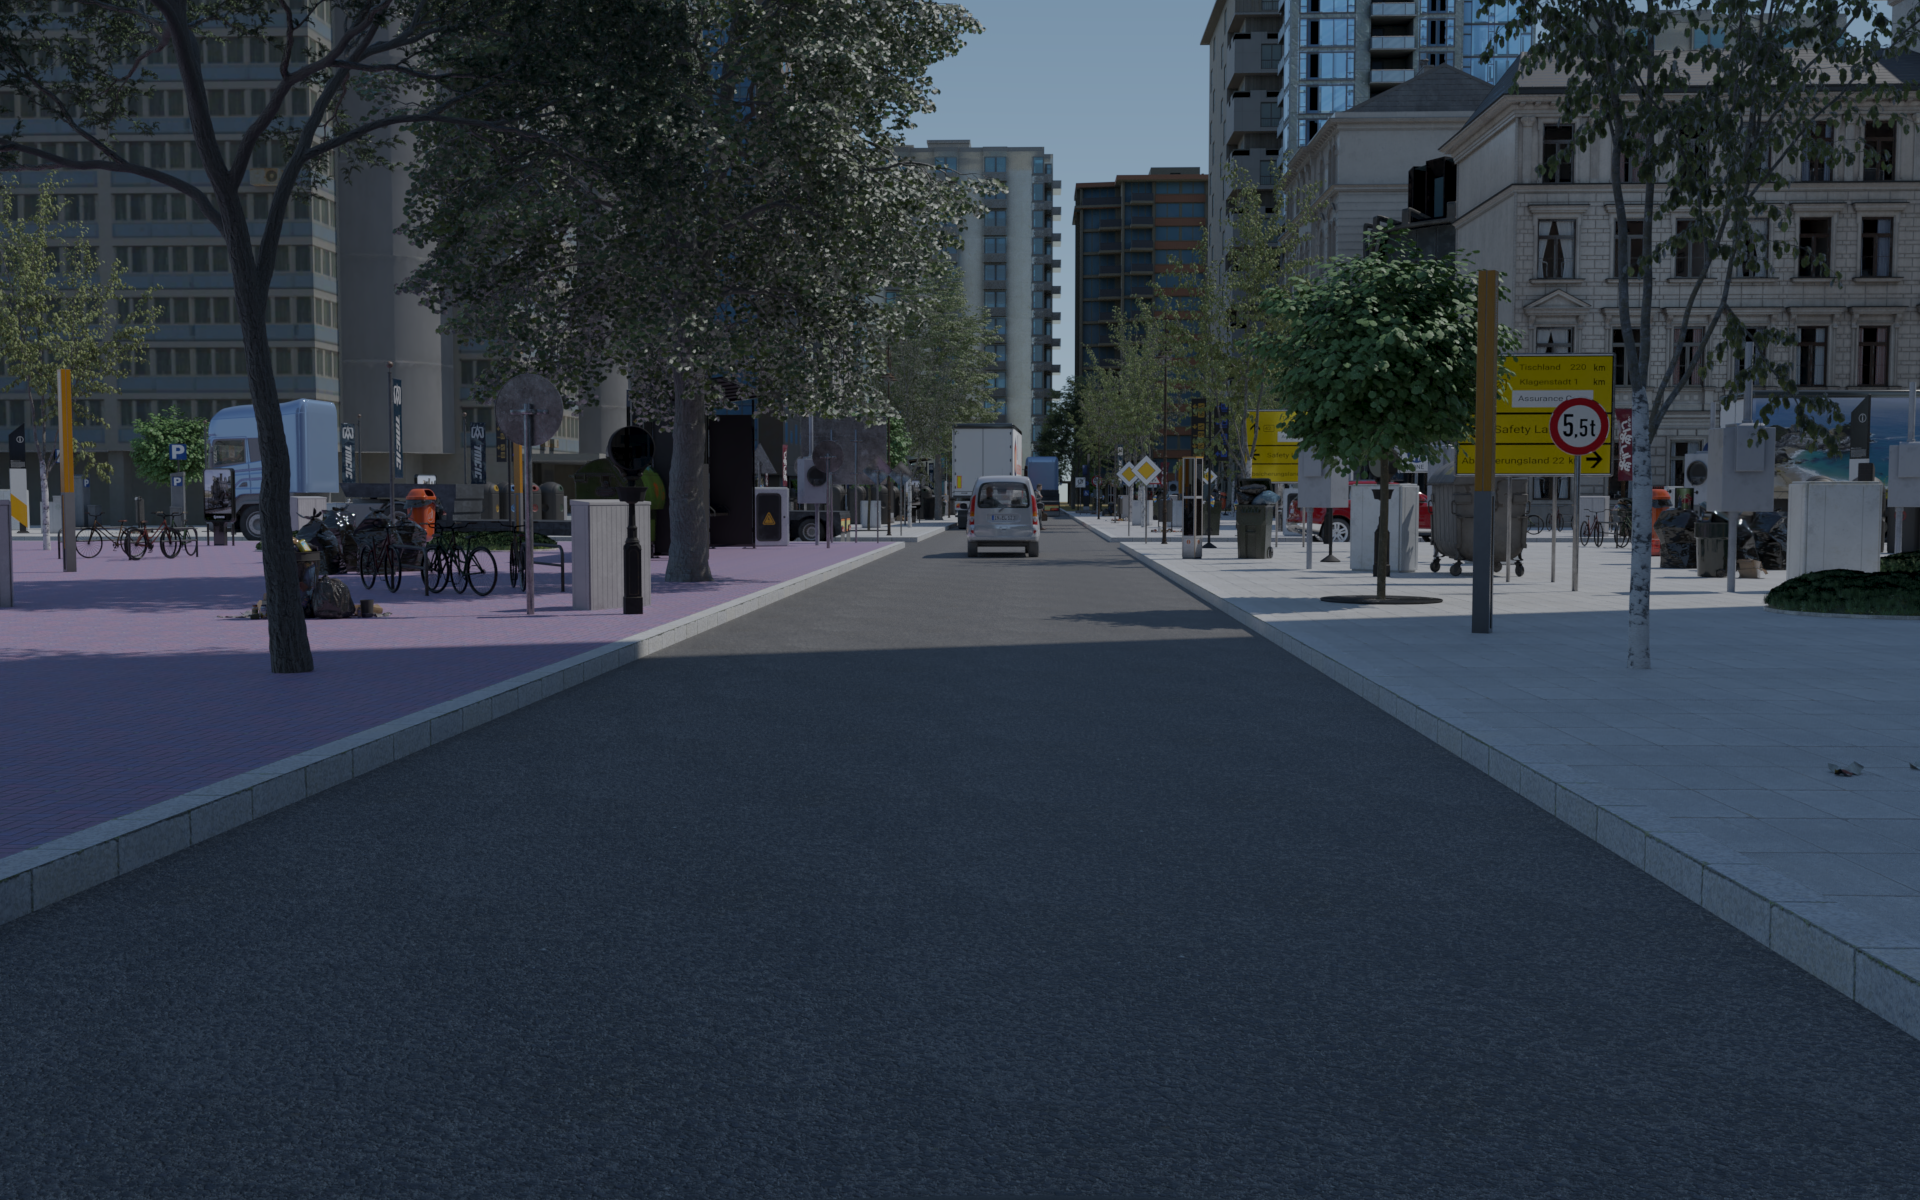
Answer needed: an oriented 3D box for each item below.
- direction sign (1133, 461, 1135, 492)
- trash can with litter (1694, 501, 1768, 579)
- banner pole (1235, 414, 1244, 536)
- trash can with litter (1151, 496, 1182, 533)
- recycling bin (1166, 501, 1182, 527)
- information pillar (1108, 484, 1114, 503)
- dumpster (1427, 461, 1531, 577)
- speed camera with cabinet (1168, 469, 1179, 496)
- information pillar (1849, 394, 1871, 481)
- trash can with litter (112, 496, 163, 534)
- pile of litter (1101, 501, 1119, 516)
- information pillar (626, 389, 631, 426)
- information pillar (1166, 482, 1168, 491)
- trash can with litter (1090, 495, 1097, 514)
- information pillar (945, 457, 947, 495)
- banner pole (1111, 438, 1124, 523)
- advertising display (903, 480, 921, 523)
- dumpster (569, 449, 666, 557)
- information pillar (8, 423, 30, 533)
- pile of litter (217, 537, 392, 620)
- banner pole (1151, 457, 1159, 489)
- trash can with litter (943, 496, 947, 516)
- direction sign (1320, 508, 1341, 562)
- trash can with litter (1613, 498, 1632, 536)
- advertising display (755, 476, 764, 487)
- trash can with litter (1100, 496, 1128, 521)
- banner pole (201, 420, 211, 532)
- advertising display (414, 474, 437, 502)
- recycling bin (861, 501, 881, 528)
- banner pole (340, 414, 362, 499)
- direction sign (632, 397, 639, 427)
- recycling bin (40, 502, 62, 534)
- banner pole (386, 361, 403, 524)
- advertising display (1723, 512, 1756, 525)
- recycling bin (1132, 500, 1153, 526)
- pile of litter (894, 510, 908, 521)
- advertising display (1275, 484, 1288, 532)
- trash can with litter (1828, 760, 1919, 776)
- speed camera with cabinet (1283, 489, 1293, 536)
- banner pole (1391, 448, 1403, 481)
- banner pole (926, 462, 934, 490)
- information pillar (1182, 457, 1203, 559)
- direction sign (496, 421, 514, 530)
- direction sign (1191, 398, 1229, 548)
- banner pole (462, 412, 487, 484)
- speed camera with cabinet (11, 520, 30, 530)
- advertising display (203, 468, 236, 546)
[{"bbox_3d":[10.749,-7.015,106.684,0.379,3.537,0.876,1,4,17],"label":"direction sign"},{"bbox_3d":[11.848,-0.931,26.610,1.055,1.170,0.624,2,4,32],"label":"trash can with litter"},{"bbox_3d":[8.529,-3.814,52.369,0.401,3.779,0.863,1,4,9],"label":"banner pole"},{"bbox_3d":[7.292,-2.881,58.166,2.233,1.210,1.678,-1,4,-21],"label":"trash can with litter"},{"bbox_3d":[8.296,-3.327,66.955,0.722,1.027,0.722,0,4,-7],"label":"recycling bin"},{"bbox_3d":[10.929,-7.390,125.314,0.304,2.012,0.304,-2,4,-35],"label":"information pillar"},{"bbox_3d":[8.263,-1.336,27.597,1.264,1.857,1.865,0,4,2],"label":"dumpster"},{"bbox_3d":[14.392,-7.770,121.370,2.038,3.252,0.660,2,4,28],"label":"speed camera with cabinet"},{"bbox_3d":[21.216,-3.027,40.850,0.183,3.616,0.504,-1,4,-22],"label":"information pillar"},{"bbox_3d":[-26.922,-2.778,56.483,1.678,1.210,2.233,-1,4,-16],"label":"trash can with litter"},{"bbox_3d":[8.938,-5.285,100.367,1.719,0.858,1.176,-1,4,-13],"label":"pile of litter"},{"bbox_3d":[-7.364,-2.886,38.547,0.183,3.616,0.504,-1,4,-10],"label":"information pillar"},{"bbox_3d":[12.423,-6.141,104.900,0.304,2.012,0.304,0,4,-7],"label":"information pillar"},{"bbox_3d":[8.802,-6.010,109.316,1.678,1.210,2.233,1,4,11],"label":"trash can with litter"},{"bbox_3d":[-0.900,-7.236,109.662,0.183,3.616,0.504,0,4,3],"label":"information pillar"},{"bbox_3d":[6.983,-5.286,76.437,0.401,3.779,0.863,3,4,38],"label":"banner pole"},{"bbox_3d":[-2.126,-4.380,76.830,0.974,1.923,0.123,-3,5,-41],"label":"advertising display"},{"bbox_3d":[-6.637,-1.902,33.591,1.502,2.255,1.985,0,4,2],"label":"dumpster"},{"bbox_3d":[-30.839,-3.998,56.729,0.504,3.616,0.183,-3,5,-41],"label":"information pillar"},{"bbox_3d":[-6.876,-0.257,18.165,1.719,0.858,1.176,1,4,16],"label":"pile of litter"},{"bbox_3d":[12.692,-7.487,112.435,0.863,3.779,0.401,-2,4,-32],"label":"banner pole"},{"bbox_3d":[-1.302,-5.301,98.066,1.055,1.170,0.624,-1,4,-10],"label":"trash can with litter"},{"bbox_3d":[6.987,-2.481,32.564,0.876,3.537,0.379,-3,5,-45],"label":"direction sign"},{"bbox_3d":[20.455,-2.525,52.670,1.055,1.170,0.624,-1,4,-22],"label":"trash can with litter"},{"bbox_3d":[-7.385,-3.580,63.741,0.123,1.923,0.974,1,4,9],"label":"advertising display"},{"bbox_3d":[7.752,-4.357,82.294,1.678,1.210,2.233,1,4,12],"label":"trash can with litter"},{"bbox_3d":[-25.488,-4.218,58.988,0.401,3.779,0.863,1,4,22],"label":"banner pole"},{"bbox_3d":[-17.270,-3.107,56.018,0.123,1.923,0.974,1,4,22],"label":"advertising display"},{"bbox_3d":[-3.398,-3.264,65.923,0.722,1.027,0.722,0,4,-8],"label":"recycling bin"},{"bbox_3d":[-18.968,-3.924,54.169,0.401,3.779,0.863,3,5,39],"label":"banner pole"},{"bbox_3d":[-6.772,-2.822,38.136,0.876,3.537,0.379,0,4,2],"label":"direction sign"},{"bbox_3d":[-29.499,-2.683,56.419,0.722,1.027,0.722,-1,4,-20],"label":"recycling bin"},{"bbox_3d":[-10.745,-2.628,32.982,0.401,3.779,0.863,0,4,2],"label":"banner pole"},{"bbox_3d":[17.234,-2.046,38.660,0.974,1.923,0.123,2,4,35],"label":"advertising display"},{"bbox_3d":[7.424,-3.544,70.492,0.722,1.027,0.722,1,4,18],"label":"recycling bin"},{"bbox_3d":[-2.694,-4.159,81.964,1.176,0.858,1.719,1,4,18],"label":"pile of litter"},{"bbox_3d":[10.961,-3.297,59.115,0.123,1.923,0.974,-1,4,-8],"label":"advertising display"},{"bbox_3d":[4.973,0.226,7.355,2.233,1.210,1.678,3,5,43],"label":"trash can with litter"},{"bbox_3d":[10.947,-3.585,52.947,2.038,3.252,0.660,1,4,20],"label":"speed camera with cabinet"},{"bbox_3d":[9.734,-2.993,38.959,0.401,3.779,0.863,-1,4,-21],"label":"banner pole"},{"bbox_3d":[-2.154,-8.095,122.367,0.863,3.779,0.401,3,5,39],"label":"banner pole"},{"bbox_3d":[4.598,-1.821,34.257,0.304,2.012,0.304,3,4,37],"label":"information pillar"},{"bbox_3d":[-10.959,-3.066,42.126,0.876,3.537,0.379,2,4,34],"label":"direction sign"},{"bbox_3d":[5.907,-2.997,40.992,0.876,3.537,0.379,0,4,7],"label":"direction sign"},{"bbox_3d":[-14.953,-3.864,53.193,0.863,3.779,0.401,0,4,-5],"label":"banner pole"},{"bbox_3d":[-34.043,-4.083,61.087,2.038,3.252,0.660,-1,4,-22],"label":"speed camera with cabinet"},{"bbox_3d":[-18.392,-2.313,43.030,0.974,1.923,0.123,2,4,24],"label":"advertising display"}]
